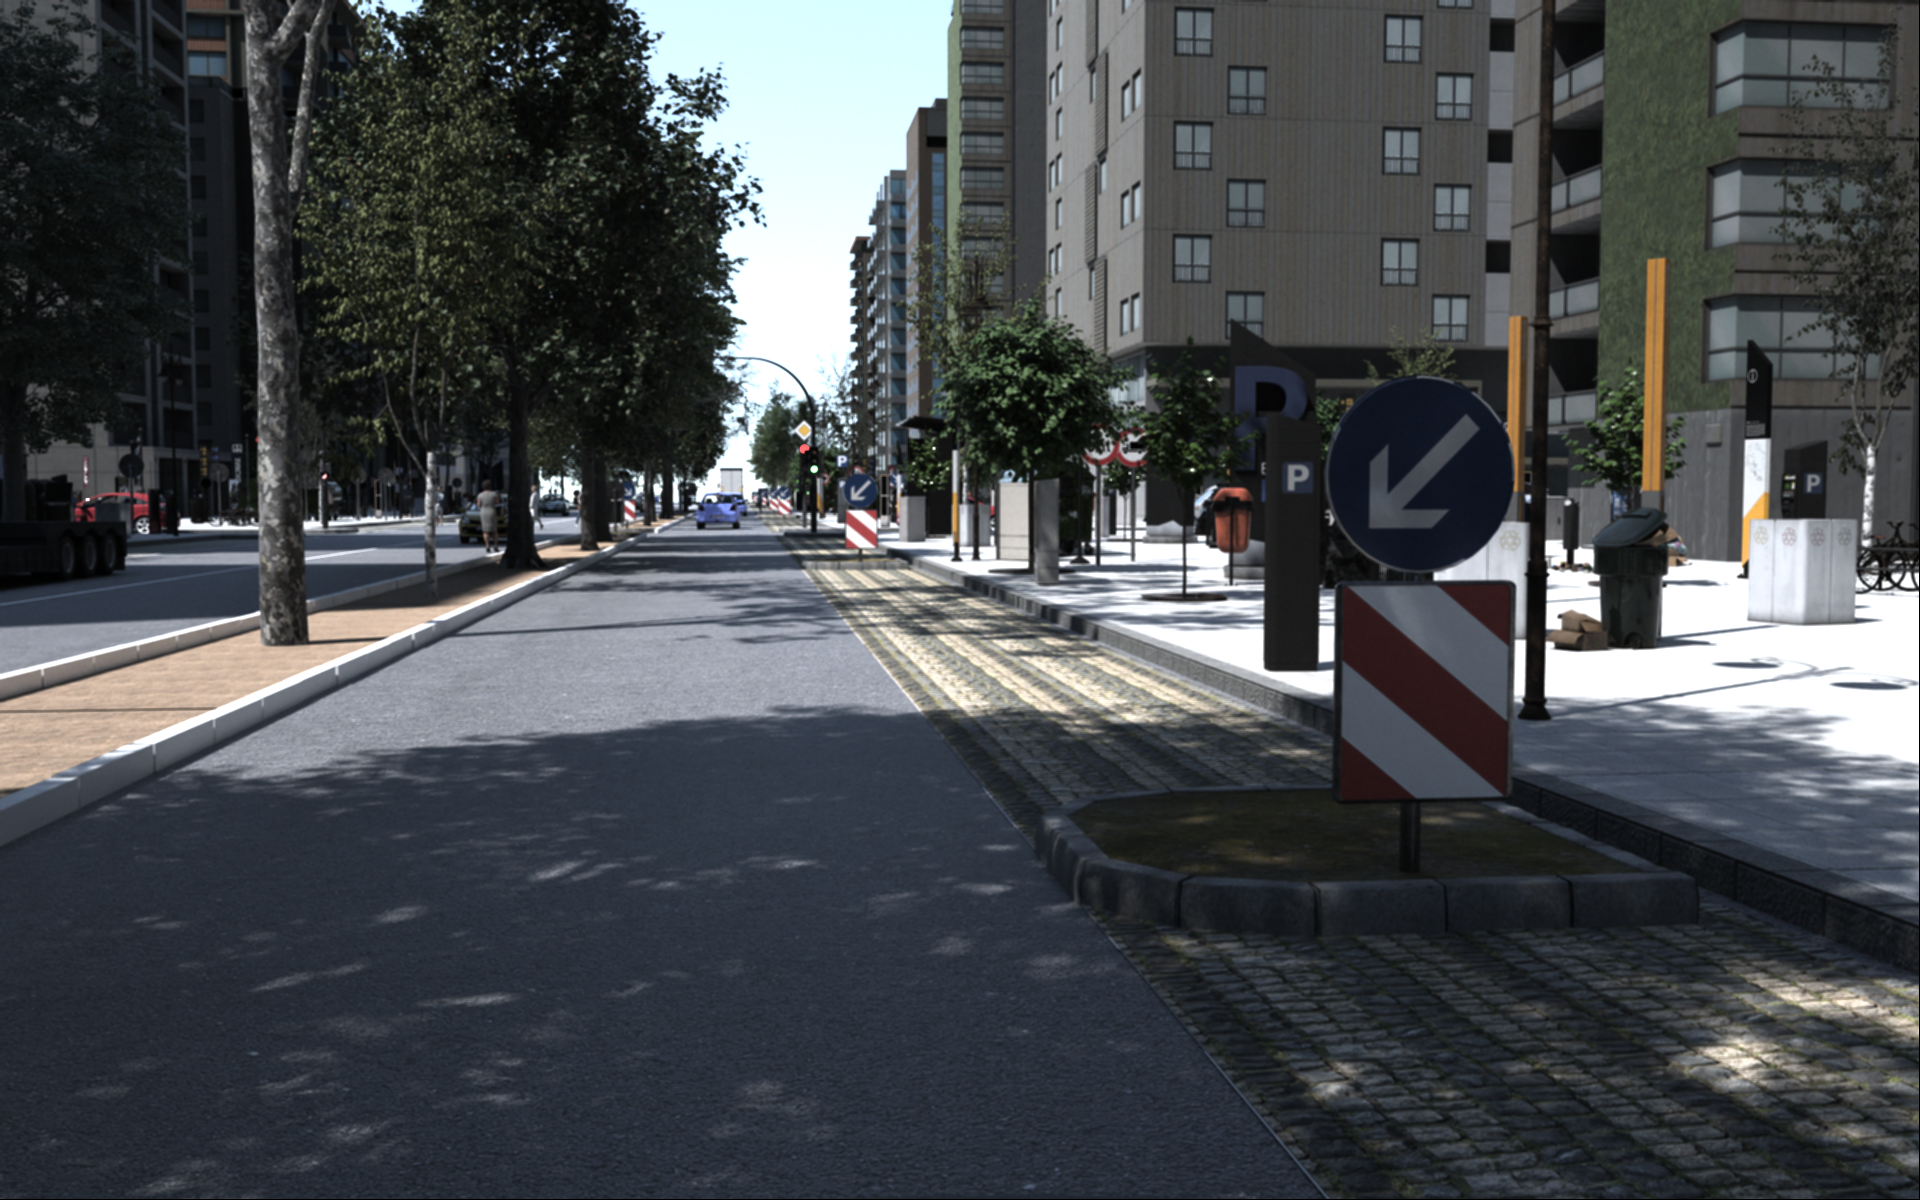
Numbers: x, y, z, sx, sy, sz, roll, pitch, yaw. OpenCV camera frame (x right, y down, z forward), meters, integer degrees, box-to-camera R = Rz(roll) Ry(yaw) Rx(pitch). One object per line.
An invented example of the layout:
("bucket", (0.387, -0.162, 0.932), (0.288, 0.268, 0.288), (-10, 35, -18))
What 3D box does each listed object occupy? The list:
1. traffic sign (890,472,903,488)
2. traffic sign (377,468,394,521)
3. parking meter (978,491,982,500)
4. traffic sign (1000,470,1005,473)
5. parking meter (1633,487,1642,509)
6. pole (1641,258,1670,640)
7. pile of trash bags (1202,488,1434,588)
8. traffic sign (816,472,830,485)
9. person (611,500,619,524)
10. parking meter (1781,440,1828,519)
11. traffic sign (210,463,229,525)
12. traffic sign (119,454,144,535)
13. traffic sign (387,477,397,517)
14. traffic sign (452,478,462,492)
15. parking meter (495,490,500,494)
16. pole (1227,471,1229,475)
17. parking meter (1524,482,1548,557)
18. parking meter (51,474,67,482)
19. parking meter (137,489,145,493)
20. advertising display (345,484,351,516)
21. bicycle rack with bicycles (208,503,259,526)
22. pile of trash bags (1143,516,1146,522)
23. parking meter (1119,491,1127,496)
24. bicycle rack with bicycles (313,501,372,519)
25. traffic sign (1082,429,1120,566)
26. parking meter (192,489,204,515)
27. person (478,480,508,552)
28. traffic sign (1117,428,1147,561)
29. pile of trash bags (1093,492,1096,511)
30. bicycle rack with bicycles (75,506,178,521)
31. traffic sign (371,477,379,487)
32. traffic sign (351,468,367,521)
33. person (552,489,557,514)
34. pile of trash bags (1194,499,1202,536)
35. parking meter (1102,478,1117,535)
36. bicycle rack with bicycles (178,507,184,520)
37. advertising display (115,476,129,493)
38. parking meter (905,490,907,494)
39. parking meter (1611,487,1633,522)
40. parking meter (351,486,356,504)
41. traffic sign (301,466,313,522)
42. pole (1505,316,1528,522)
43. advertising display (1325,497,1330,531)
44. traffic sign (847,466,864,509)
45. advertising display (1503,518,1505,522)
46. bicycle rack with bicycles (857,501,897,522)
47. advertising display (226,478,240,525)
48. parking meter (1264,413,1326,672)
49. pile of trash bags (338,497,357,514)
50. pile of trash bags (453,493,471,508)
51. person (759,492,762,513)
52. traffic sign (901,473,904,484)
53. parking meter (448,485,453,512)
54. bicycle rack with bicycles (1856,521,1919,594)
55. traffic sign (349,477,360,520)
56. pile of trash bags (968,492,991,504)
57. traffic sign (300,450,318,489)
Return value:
("traffic sign", (-3.617, -6.018, 98.497), (0.768, 2.556, 0.104), (0, 4, 1))
("traffic sign", (-27.773, -5.116, 83.747), (0.768, 2.556, 0.104), (0, 4, -4))
("parking meter", (1.278, -6.616, 116.589), (0.372, 1.533, 0.369), (0, 3, 0))
("traffic sign", (1.642, -3.438, 56.317), (0.768, 2.556, 0.104), (0, 4, -4))
("parking meter", (13.213, -1.696, 33.446), (0.399, 1.863, 0.255), (2, 4, 23))
("pole", (6.063, -1.302, 15.125), (0.158, 3.312, 0.155), (0, 3, 0))
("pile of trash bags", (5.224, -0.881, 24.151), (3.447, 1.369, 1.912), (1, 4, 13))
("traffic sign", (-7.874, -6.090, 99.676), (0.768, 2.556, 0.104), (0, 4, -4))
("person", (-16.205, -4.419, 81.430), (0.731, 1.740, 0.598), (2, 4, 24))
("parking meter", (9.157, -0.802, 18.817), (0.399, 1.863, 0.255), (-1, 4, -11))
("traffic sign", (-30.614, -4.373, 71.608), (0.768, 2.556, 0.104), (0, 4, -6))
("traffic sign", (-26.052, -3.325, 54.476), (0.768, 2.556, 0.104), (0, 4, -4))
("traffic sign", (-31.323, -5.748, 95.167), (0.795, 2.450, 0.064), (0, 4, -3))
("traffic sign", (-39.457, -8.307, 135.921), (0.768, 2.556, 0.104), (0, 4, -2))
("parking meter", (-32.614, -6.956, 122.136), (0.372, 1.533, 0.369), (0, 3, 0))
("pole", (11.712, -4.983, 75.319), (0.158, 3.312, 0.155), (0, 3, 0))
("parking meter", (11.630, -1.639, 35.206), (0.372, 1.533, 0.369), (0, 3, 0))
("parking meter", (-26.573, -2.777, 51.122), (0.255, 1.863, 0.399), (2, 4, 30))
("parking meter", (-38.364, -4.447, 81.118), (0.372, 1.533, 0.369), (0, 3, 0))
("advertising display", (-35.889, -5.893, 101.567), (0.123, 1.923, 0.974), (-1, 4, -10))
("bicycle rack with bicycles", (-28.523, -3.449, 69.766), (2.925, 0.926, 2.852), (-1, 4, -13))
("pile of trash bags", (9.814, -4.250, 79.237), (1.912, 1.369, 3.447), (-1, 4, -21))
("parking meter", (6.887, -3.948, 72.959), (0.372, 1.533, 0.369), (0, 3, 0))
("bicycle rack with bicycles", (-32.361, -4.771, 91.384), (2.925, 0.926, 2.852), (3, 5, 41))
("traffic sign", (2.480, -1.890, 31.014), (0.768, 2.556, 0.104), (0, 4, 1))
("parking meter", (-41.696, -5.271, 94.588), (0.372, 1.533, 0.369), (0, 3, 0))
("person", (-11.498, -2.067, 42.656), (0.716, 1.782, 0.532), (0, 4, -8))
("traffic sign", (3.302, -2.011, 32.990), (0.768, 2.556, 0.104), (0, 4, -2))
("pile of trash bags", (5.699, -4.616, 85.220), (1.912, 1.369, 3.447), (3, 4, 36))
("bicycle rack with bicycles", (-36.137, -3.757, 74.811), (2.852, 0.926, 2.925), (2, 4, 26))
("traffic sign", (-35.644, -6.335, 105.712), (0.606, 2.300, 0.079), (0, 4, 1))
("traffic sign", (-28.767, -5.062, 82.864), (0.768, 2.556, 0.104), (0, 4, -2))
("person", (-29.609, -7.229, 126.925), (0.641, 1.798, 0.478), (-1, 4, -16))
("pile of trash bags", (8.589, -2.751, 54.734), (1.912, 1.369, 3.447), (1, 4, 22))
("parking meter", (4.660, -2.953, 53.996), (0.399, 1.863, 0.255), (-1, 4, -16))
("bicycle rack with bicycles", (-39.945, -4.421, 85.664), (2.925, 0.926, 2.852), (-2, 4, -35))
("advertising display", (-30.649, -3.558, 63.391), (0.123, 1.923, 0.974), (0, 4, -5))
("parking meter", (-2.855, -5.152, 92.653), (0.372, 1.533, 0.369), (0, 3, 0))
("parking meter", (12.324, -1.460, 32.277), (0.372, 1.533, 0.369), (0, 3, 0))
("parking meter", (-41.305, -6.877, 118.142), (0.399, 1.863, 0.255), (3, 5, 40))
("traffic sign", (-29.711, -4.806, 78.681), (0.768, 2.556, 0.104), (0, 4, -1))
("pole", (6.415, -1.599, 19.990), (0.158, 3.312, 0.155), (0, 3, 0))
("advertising display", (8.953, -2.309, 42.968), (0.974, 1.923, 0.123), (0, 4, -7))
("traffic sign", (-4.672, -4.741, 77.626), (0.768, 2.556, 0.104), (0, 4, -3))
("advertising display", (10.948, -1.789, 34.460), (0.123, 1.923, 0.974), (0, 4, 8))
("bicycle rack with bicycles", (-3.726, -4.073, 79.977), (2.852, 0.926, 2.925), (0, 4, -2))
("advertising display", (-29.967, -4.048, 71.400), (0.123, 1.923, 0.974), (0, 4, 2))
("parking meter", (2.430, -0.420, 12.583), (0.399, 1.863, 0.255), (0, 4, -3))
("pile of trash bags", (-40.758, -6.259, 112.094), (1.912, 1.369, 3.447), (2, 4, 26))
("pile of trash bags", (-38.814, -7.464, 131.796), (1.912, 1.369, 3.447), (3, 5, 42))
("person", (-14.580, -7.101, 126.412), (0.330, 1.601, 0.589), (0, 4, 2))
("traffic sign", (-3.651, -6.224, 101.876), (0.768, 2.556, 0.104), (0, 4, -3))
("parking meter", (-33.843, -6.679, 114.908), (0.255, 1.863, 0.399), (0, 4, 1))
("bicycle rack with bicycles", (12.266, -0.544, 22.275), (2.852, 0.926, 2.925), (-3, 4, -38))
("traffic sign", (-30.059, -5.273, 86.322), (0.768, 2.556, 0.104), (0, 4, -3))
("pile of trash bags", (1.203, -5.081, 92.821), (1.912, 1.369, 3.447), (-3, 4, -38))
("traffic sign", (-31.020, -5.303, 80.584), (2.265, 3.308, 0.079), (0, 4, 0))
